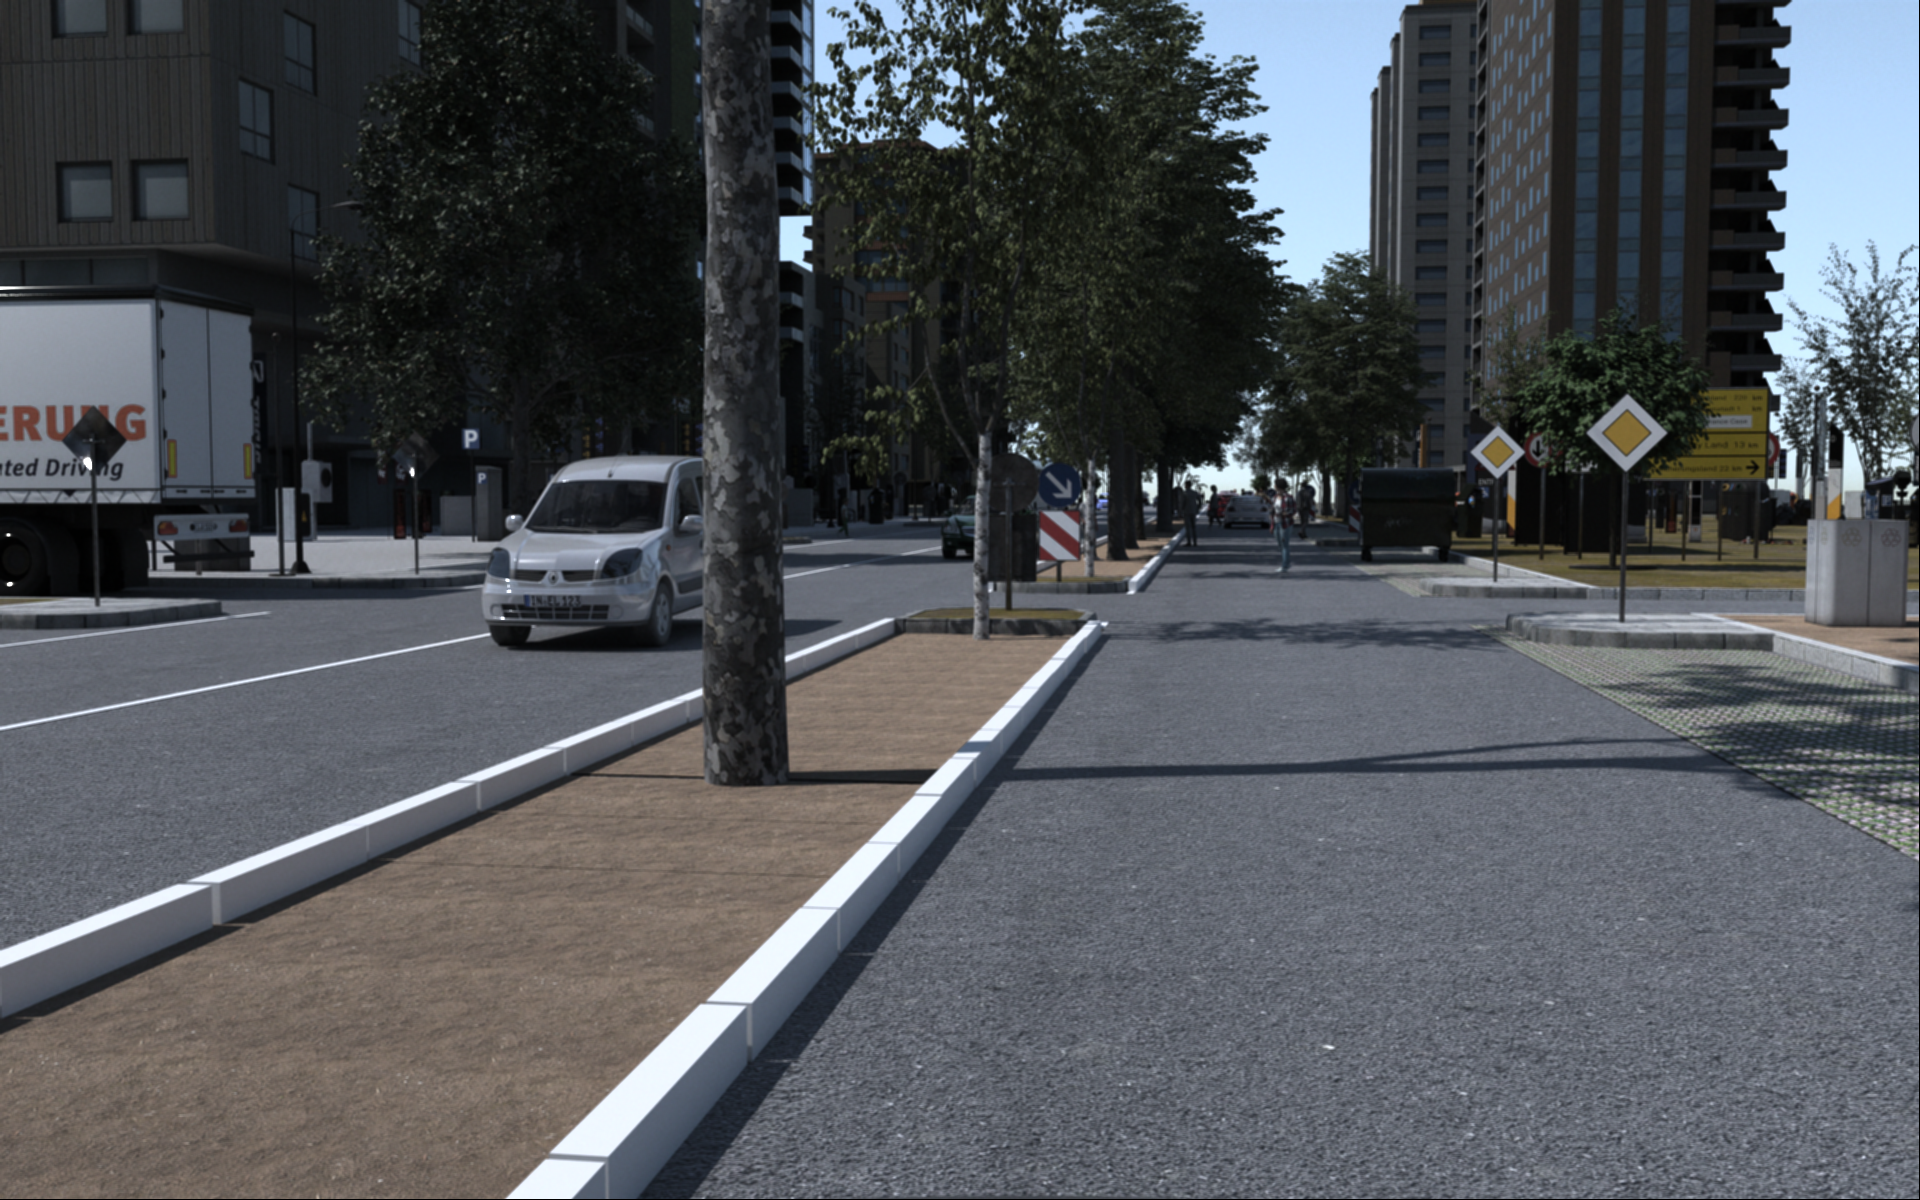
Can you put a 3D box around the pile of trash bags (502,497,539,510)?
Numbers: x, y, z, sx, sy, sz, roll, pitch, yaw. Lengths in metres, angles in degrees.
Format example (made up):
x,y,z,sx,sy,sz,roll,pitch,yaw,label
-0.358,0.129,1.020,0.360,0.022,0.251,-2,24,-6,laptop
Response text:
x,y,z,sx,sy,sz,roll,pitch,yaw,label
-15.871,-3.450,66.159,3.447,1.369,1.912,-2,4,-31,pile of trash bags

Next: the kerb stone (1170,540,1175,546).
x,y,z,sx,sy,sz,roll,pitch,yaw,label
5.452,-1.396,45.019,0.120,0.150,1.000,1,4,8,kerb stone

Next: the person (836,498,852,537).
x,y,z,sx,sy,sz,roll,pitch,yaw,label
-3.862,-2.738,57.511,0.590,1.304,0.306,-2,4,-33,person

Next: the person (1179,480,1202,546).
x,y,z,sx,sy,sz,roll,pitch,yaw,label
6.319,-2.383,47.569,0.635,1.810,0.391,-2,4,-29,person

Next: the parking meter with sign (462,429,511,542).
x,y,z,sx,sy,sz,roll,pitch,yaw,label
-12.748,-3.102,46.984,0.543,3.016,1.738,1,4,18,parking meter with sign

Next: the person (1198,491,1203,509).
x,y,z,sx,sy,sz,roll,pitch,yaw,label
22.832,-9.497,164.695,0.541,1.710,0.530,1,4,22,person

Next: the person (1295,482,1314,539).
x,y,z,sx,sy,sz,roll,pitch,yaw,label
10.985,-2.852,55.235,0.679,1.850,0.850,3,4,36,person

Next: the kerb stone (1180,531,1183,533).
x,y,z,sx,sy,sz,roll,pitch,yaw,label
6.954,-2.015,55.135,0.120,0.150,1.000,1,4,8,kerb stone

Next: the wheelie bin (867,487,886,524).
x,y,z,sx,sy,sz,roll,pitch,yaw,label
-3.547,-4.053,74.181,0.693,1.594,0.980,1,4,11,wheelie bin

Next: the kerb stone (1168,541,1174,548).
x,y,z,sx,sy,sz,roll,pitch,yaw,label
5.310,-1.334,44.007,0.120,0.150,1.000,1,4,8,kerb stone

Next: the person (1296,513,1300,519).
x,y,z,sx,sy,sz,roll,pitch,yaw,label
19.366,-5.258,98.741,0.394,1.301,0.425,3,5,42,person

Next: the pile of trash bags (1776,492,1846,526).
x,y,z,sx,sy,sz,roll,pitch,yaw,label
33.743,-3.701,70.265,3.447,1.369,1.912,-1,4,-16,pile of trash bags

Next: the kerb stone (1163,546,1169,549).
x,y,z,sx,sy,sz,roll,pitch,yaw,label
4.695,-1.087,39.961,0.120,0.150,1.000,1,4,8,kerb stone

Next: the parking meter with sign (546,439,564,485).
x,y,z,sx,sy,sz,roll,pitch,yaw,label
-11.815,-3.318,50.505,0.543,3.016,1.738,-1,4,-14,parking meter with sign

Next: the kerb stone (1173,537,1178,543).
x,y,z,sx,sy,sz,roll,pitch,yaw,label
5.901,-1.581,48.055,0.120,0.150,1.000,1,4,8,kerb stone

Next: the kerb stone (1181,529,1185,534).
x,y,z,sx,sy,sz,roll,pitch,yaw,label
7.404,-2.199,58.172,0.120,0.150,1.000,1,4,8,kerb stone

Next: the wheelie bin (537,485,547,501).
x,y,z,sx,sy,sz,roll,pitch,yaw,label
-13.835,-3.081,58.290,0.693,1.594,0.980,-2,4,-35,wheelie bin

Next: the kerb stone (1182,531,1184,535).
x,y,z,sx,sy,sz,roll,pitch,yaw,label
7.102,-2.072,56.148,0.120,0.150,1.000,1,4,8,kerb stone

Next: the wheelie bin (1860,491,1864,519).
x,y,z,sx,sy,sz,roll,pitch,yaw,label
42.084,-4.414,80.082,0.980,1.594,0.693,-1,4,-21,wheelie bin

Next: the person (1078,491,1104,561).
x,y,z,sx,sy,sz,roll,pitch,yaw,label
2.772,-1.582,36.955,0.523,1.515,0.503,2,4,28,person

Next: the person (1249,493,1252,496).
x,y,z,sx,sy,sz,roll,pitch,yaw,label
15.396,-4.935,91.787,0.523,1.515,0.503,2,4,35,person

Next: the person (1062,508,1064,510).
x,y,z,sx,sy,sz,roll,pitch,yaw,label
5.669,-5.356,96.275,0.606,1.804,0.583,1,4,22,person

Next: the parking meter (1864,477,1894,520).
x,y,z,sx,sy,sz,roll,pitch,yaw,label
13.483,-1.041,25.432,0.372,1.533,0.369,0,3,0,parking meter

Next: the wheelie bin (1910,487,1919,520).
x,y,z,sx,sy,sz,roll,pitch,yaw,label
44.930,-4.481,81.167,0.693,1.594,0.980,2,4,34,wheelie bin

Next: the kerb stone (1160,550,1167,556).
x,y,z,sx,sy,sz,roll,pitch,yaw,label
4.396,-0.957,37.927,0.120,0.150,1.000,1,4,8,kerb stone

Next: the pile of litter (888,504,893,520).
x,y,z,sx,sy,sz,roll,pitch,yaw,label
-3.935,-4.379,85.567,1.176,0.858,1.719,2,4,32,pile of litter

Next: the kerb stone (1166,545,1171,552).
x,y,z,sx,sy,sz,roll,pitch,yaw,label
4.847,-1.145,40.972,0.120,0.150,1.000,1,4,8,kerb stone

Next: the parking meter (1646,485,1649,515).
x,y,z,sx,sy,sz,roll,pitch,yaw,label
38.316,-5.551,96.475,0.399,1.863,0.255,2,4,31,parking meter

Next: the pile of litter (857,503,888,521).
x,y,z,sx,sy,sz,roll,pitch,yaw,label
-4.394,-4.139,81.638,1.719,0.858,1.176,0,4,-2,pile of litter

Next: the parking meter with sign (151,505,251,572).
x,y,z,sx,sy,sz,roll,pitch,yaw,label
-12.690,-1.990,28.792,1.738,3.016,0.543,1,4,10,parking meter with sign

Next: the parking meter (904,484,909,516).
x,y,z,sx,sy,sz,roll,pitch,yaw,label
-3.118,-5.788,100.340,0.255,1.863,0.399,-1,4,-8,parking meter

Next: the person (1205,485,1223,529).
x,y,z,sx,sy,sz,roll,pitch,yaw,label
10.312,-3.764,70.217,0.728,1.800,0.709,1,4,10,person

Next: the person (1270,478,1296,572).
x,y,z,sx,sy,sz,roll,pitch,yaw,label
5.951,-1.374,31.796,0.643,1.720,0.563,-2,4,-30,person

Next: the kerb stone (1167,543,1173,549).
x,y,z,sx,sy,sz,roll,pitch,yaw,label
5.157,-1.269,42.997,0.120,0.150,1.000,1,4,8,kerb stone

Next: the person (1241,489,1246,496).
x,y,z,sx,sy,sz,roll,pitch,yaw,label
20.282,-7.080,124.353,0.705,1.812,1.348,-1,4,-13,person

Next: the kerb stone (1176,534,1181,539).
x,y,z,sx,sy,sz,roll,pitch,yaw,label
6.503,-1.829,52.102,0.120,0.150,1.000,1,4,8,kerb stone

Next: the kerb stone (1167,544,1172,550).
x,y,z,sx,sy,sz,roll,pitch,yaw,label
4.996,-1.205,41.983,0.120,0.150,1.000,1,4,8,kerb stone

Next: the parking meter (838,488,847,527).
x,y,z,sx,sy,sz,roll,pitch,yaw,label
-4.656,-3.676,68.506,0.372,1.533,0.369,0,3,0,parking meter

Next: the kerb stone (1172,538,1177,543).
x,y,z,sx,sy,sz,roll,pitch,yaw,label
5.756,-1.520,47.041,0.120,0.150,1.000,1,4,8,kerb stone

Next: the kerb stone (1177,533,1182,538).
x,y,z,sx,sy,sz,roll,pitch,yaw,label
6.656,-1.889,53.113,0.120,0.150,1.000,1,4,8,kerb stone

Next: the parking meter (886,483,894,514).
x,y,z,sx,sy,sz,roll,pitch,yaw,label
-3.836,-5.477,95.266,0.399,1.863,0.255,0,4,8,parking meter

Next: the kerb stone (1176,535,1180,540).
x,y,z,sx,sy,sz,roll,pitch,yaw,label
6.356,-1.767,51.091,0.120,0.150,1.000,1,4,8,kerb stone

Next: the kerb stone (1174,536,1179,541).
x,y,z,sx,sy,sz,roll,pitch,yaw,label
6.056,-1.644,49.069,0.120,0.150,1.000,1,4,8,kerb stone

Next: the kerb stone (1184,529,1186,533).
x,y,z,sx,sy,sz,roll,pitch,yaw,label
7.554,-2.259,59.184,0.120,0.150,1.000,1,4,8,kerb stone

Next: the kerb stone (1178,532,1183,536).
x,y,z,sx,sy,sz,roll,pitch,yaw,label
6.812,-1.953,54.123,0.120,0.150,1.000,1,4,8,kerb stone

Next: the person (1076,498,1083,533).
x,y,z,sx,sy,sz,roll,pitch,yaw,label
4.445,-3.144,64.169,0.640,1.303,0.475,2,4,28,person

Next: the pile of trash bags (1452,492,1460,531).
x,y,z,sx,sy,sz,roll,pitch,yaw,label
17.096,-3.083,60.166,3.447,1.369,1.912,0,4,0,pile of trash bags

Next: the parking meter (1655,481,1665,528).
x,y,z,sx,sy,sz,roll,pitch,yaw,label
26.210,-3.615,64.816,0.255,1.863,0.399,1,4,12,parking meter

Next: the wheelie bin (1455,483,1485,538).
x,y,z,sx,sy,sz,roll,pitch,yaw,label
14.899,-2.609,50.557,0.693,1.594,0.980,-1,4,-10,wheelie bin

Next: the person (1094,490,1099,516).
x,y,z,sx,sy,sz,roll,pitch,yaw,label
9.115,-6.521,115.796,0.721,1.739,1.217,0,4,-6,person

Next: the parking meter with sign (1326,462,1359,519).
x,y,z,sx,sy,sz,roll,pitch,yaw,label
20.113,-5.791,90.940,1.738,3.016,0.543,0,4,7,parking meter with sign

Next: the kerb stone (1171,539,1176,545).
x,y,z,sx,sy,sz,roll,pitch,yaw,label
5.606,-1.458,46.031,0.120,0.150,1.000,1,4,8,kerb stone

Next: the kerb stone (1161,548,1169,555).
x,y,z,sx,sy,sz,roll,pitch,yaw,label
4.557,-1.021,38.937,0.120,0.150,1.000,1,4,8,kerb stone
